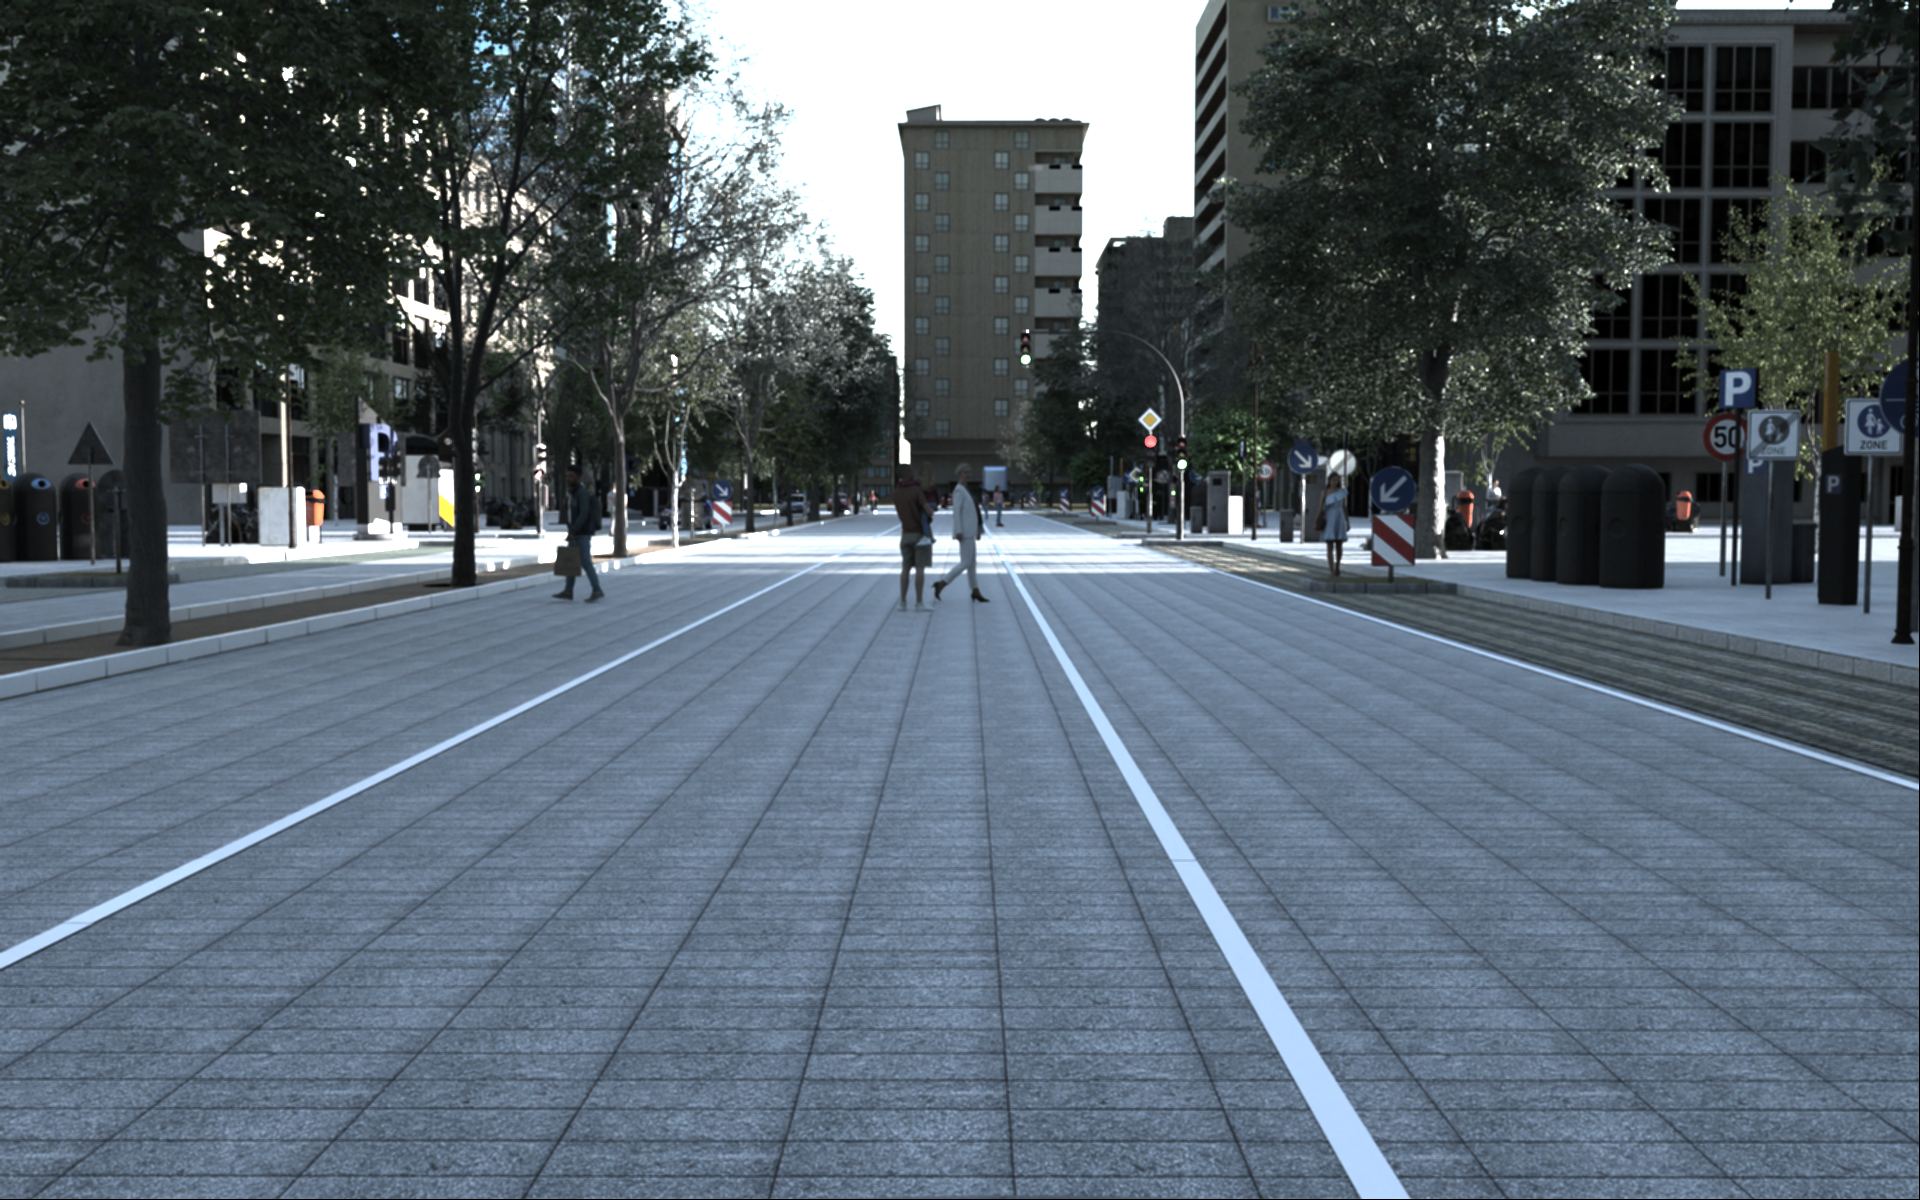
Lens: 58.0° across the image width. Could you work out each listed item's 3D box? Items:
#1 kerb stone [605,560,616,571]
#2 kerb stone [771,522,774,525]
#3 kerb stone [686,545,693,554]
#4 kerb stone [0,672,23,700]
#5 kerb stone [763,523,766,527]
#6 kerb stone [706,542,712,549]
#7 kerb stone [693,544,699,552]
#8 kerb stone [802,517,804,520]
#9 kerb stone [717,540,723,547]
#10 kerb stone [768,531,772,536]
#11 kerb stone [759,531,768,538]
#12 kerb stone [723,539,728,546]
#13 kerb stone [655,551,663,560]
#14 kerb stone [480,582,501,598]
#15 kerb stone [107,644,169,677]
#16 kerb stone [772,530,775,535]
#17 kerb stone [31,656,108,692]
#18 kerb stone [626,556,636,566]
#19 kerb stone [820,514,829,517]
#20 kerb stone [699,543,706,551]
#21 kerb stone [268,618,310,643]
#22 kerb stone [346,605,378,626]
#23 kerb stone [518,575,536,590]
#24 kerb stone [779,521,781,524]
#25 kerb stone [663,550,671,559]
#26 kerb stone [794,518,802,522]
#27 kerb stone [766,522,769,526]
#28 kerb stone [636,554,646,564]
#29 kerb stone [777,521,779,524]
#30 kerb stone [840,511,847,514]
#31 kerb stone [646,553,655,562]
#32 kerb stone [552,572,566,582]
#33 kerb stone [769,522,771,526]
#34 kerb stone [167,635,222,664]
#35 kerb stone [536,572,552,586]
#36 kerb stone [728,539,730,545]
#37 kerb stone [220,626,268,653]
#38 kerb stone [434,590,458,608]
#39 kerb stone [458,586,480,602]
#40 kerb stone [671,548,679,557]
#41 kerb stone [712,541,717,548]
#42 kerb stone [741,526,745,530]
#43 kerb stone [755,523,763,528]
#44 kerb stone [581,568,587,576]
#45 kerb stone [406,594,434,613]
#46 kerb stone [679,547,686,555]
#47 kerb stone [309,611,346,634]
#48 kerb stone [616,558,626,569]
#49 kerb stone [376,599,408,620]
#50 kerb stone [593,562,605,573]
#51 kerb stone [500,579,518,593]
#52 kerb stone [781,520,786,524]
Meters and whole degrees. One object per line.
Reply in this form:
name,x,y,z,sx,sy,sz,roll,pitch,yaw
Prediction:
kerb stone,-6.658,-0.630,32.499,0.120,0.150,1.000,0,4,0
kerb stone,-8.631,-3.418,78.119,0.120,0.150,1.000,0,4,0
kerb stone,-6.635,-1.194,41.716,0.120,0.150,1.000,0,4,0
kerb stone,-6.725,0.626,11.991,0.120,0.150,1.000,0,4,0
kerb stone,-8.628,-3.232,75.042,0.120,0.150,1.000,0,4,0
kerb stone,-6.625,-1.379,44.794,0.120,0.150,1.000,0,4,0
kerb stone,-6.637,-1.256,42.739,0.120,0.150,1.000,0,4,0
kerb stone,-8.580,-4.300,92.496,0.120,0.150,1.000,0,4,0
kerb stone,-6.618,-1.507,46.838,0.120,0.150,1.000,0,4,0
kerb stone,-6.577,-2.227,58.614,0.120,0.150,1.000,0,4,0
kerb stone,-6.586,-2.165,57.592,0.120,0.150,1.000,0,4,0
kerb stone,-6.616,-1.570,47.860,0.120,0.150,1.000,0,4,0
kerb stone,-6.646,-0.937,37.618,0.120,0.150,1.000,0,4,0
kerb stone,-6.677,-0.129,24.301,0.120,0.150,1.000,0,4,0
kerb stone,-6.719,0.499,14.036,0.120,0.150,1.000,0,4,0
kerb stone,-6.579,-2.283,59.637,0.120,0.150,1.000,0,4,0
kerb stone,-6.727,0.562,13.014,0.120,0.150,1.000,0,4,0
kerb stone,-6.659,-0.755,34.545,0.120,0.150,1.000,0,4,0
kerb stone,-8.525,-5.300,108.896,0.120,0.150,1.000,0,4,0
kerb stone,-6.623,-1.319,43.767,0.120,0.150,1.000,0,4,0
kerb stone,-6.703,0.313,17.119,0.120,0.150,1.000,0,4,0
kerb stone,-6.705,0.191,19.178,0.120,0.150,1.000,0,4,0
kerb stone,-6.677,-0.250,26.357,0.120,0.150,1.000,0,4,0
kerb stone,-8.617,-3.609,81.196,0.120,0.150,1.000,0,4,0
kerb stone,-6.645,-1.006,38.640,0.120,0.150,1.000,0,4,0
kerb stone,-8.588,-4.232,91.474,0.120,0.150,1.000,0,4,0
kerb stone,-8.632,-3.295,76.068,0.120,0.150,1.000,0,4,0
kerb stone,-6.656,-0.818,35.568,0.120,0.150,1.000,0,4,0
kerb stone,-8.619,-3.546,80.171,0.120,0.150,1.000,0,4,0
kerb stone,-8.484,-6.366,126.312,0.120,0.150,1.000,0,4,0
kerb stone,-6.658,-0.881,36.596,0.120,0.150,1.000,0,4,0
kerb stone,-6.673,-0.380,28.406,0.120,0.150,1.000,0,4,0
kerb stone,-8.621,-3.357,77.097,0.120,0.150,1.000,0,4,0
kerb stone,-6.714,0.437,15.058,0.120,0.150,1.000,0,4,0
kerb stone,-6.677,-0.317,27.378,0.120,0.150,1.000,0,4,0
kerb stone,-6.613,-1.632,48.882,0.120,0.150,1.000,0,4,0
kerb stone,-6.712,0.377,16.081,0.120,0.150,1.000,0,4,0
kerb stone,-6.687,-0.003,22.250,0.120,0.150,1.000,0,4,0
kerb stone,-6.687,-0.066,23.273,0.120,0.150,1.000,0,4,0
kerb stone,-6.641,-1.067,39.664,0.120,0.150,1.000,0,4,0
kerb stone,-6.621,-1.445,45.816,0.120,0.150,1.000,0,4,0
kerb stone,-8.655,-2.793,67.857,0.120,0.150,1.000,0,4,0
kerb stone,-8.639,-3.168,74.013,0.120,0.150,1.000,0,4,0
kerb stone,-6.665,-0.505,30.450,0.120,0.150,1.000,0,4,0
kerb stone,-6.698,0.061,21.228,0.120,0.150,1.000,0,4,0
kerb stone,-6.636,-1.131,40.690,0.120,0.150,1.000,0,4,0
kerb stone,-6.700,0.247,18.153,0.120,0.150,1.000,0,4,0
kerb stone,-6.663,-0.691,33.521,0.120,0.150,1.000,0,4,0
kerb stone,-6.697,0.125,20.206,0.120,0.150,1.000,0,4,0
kerb stone,-6.657,-0.565,31.472,0.120,0.150,1.000,0,4,0
kerb stone,-6.688,-0.191,25.325,0.120,0.150,1.000,0,4,0
kerb stone,-8.608,-3.734,83.251,0.120,0.150,1.000,0,4,0
